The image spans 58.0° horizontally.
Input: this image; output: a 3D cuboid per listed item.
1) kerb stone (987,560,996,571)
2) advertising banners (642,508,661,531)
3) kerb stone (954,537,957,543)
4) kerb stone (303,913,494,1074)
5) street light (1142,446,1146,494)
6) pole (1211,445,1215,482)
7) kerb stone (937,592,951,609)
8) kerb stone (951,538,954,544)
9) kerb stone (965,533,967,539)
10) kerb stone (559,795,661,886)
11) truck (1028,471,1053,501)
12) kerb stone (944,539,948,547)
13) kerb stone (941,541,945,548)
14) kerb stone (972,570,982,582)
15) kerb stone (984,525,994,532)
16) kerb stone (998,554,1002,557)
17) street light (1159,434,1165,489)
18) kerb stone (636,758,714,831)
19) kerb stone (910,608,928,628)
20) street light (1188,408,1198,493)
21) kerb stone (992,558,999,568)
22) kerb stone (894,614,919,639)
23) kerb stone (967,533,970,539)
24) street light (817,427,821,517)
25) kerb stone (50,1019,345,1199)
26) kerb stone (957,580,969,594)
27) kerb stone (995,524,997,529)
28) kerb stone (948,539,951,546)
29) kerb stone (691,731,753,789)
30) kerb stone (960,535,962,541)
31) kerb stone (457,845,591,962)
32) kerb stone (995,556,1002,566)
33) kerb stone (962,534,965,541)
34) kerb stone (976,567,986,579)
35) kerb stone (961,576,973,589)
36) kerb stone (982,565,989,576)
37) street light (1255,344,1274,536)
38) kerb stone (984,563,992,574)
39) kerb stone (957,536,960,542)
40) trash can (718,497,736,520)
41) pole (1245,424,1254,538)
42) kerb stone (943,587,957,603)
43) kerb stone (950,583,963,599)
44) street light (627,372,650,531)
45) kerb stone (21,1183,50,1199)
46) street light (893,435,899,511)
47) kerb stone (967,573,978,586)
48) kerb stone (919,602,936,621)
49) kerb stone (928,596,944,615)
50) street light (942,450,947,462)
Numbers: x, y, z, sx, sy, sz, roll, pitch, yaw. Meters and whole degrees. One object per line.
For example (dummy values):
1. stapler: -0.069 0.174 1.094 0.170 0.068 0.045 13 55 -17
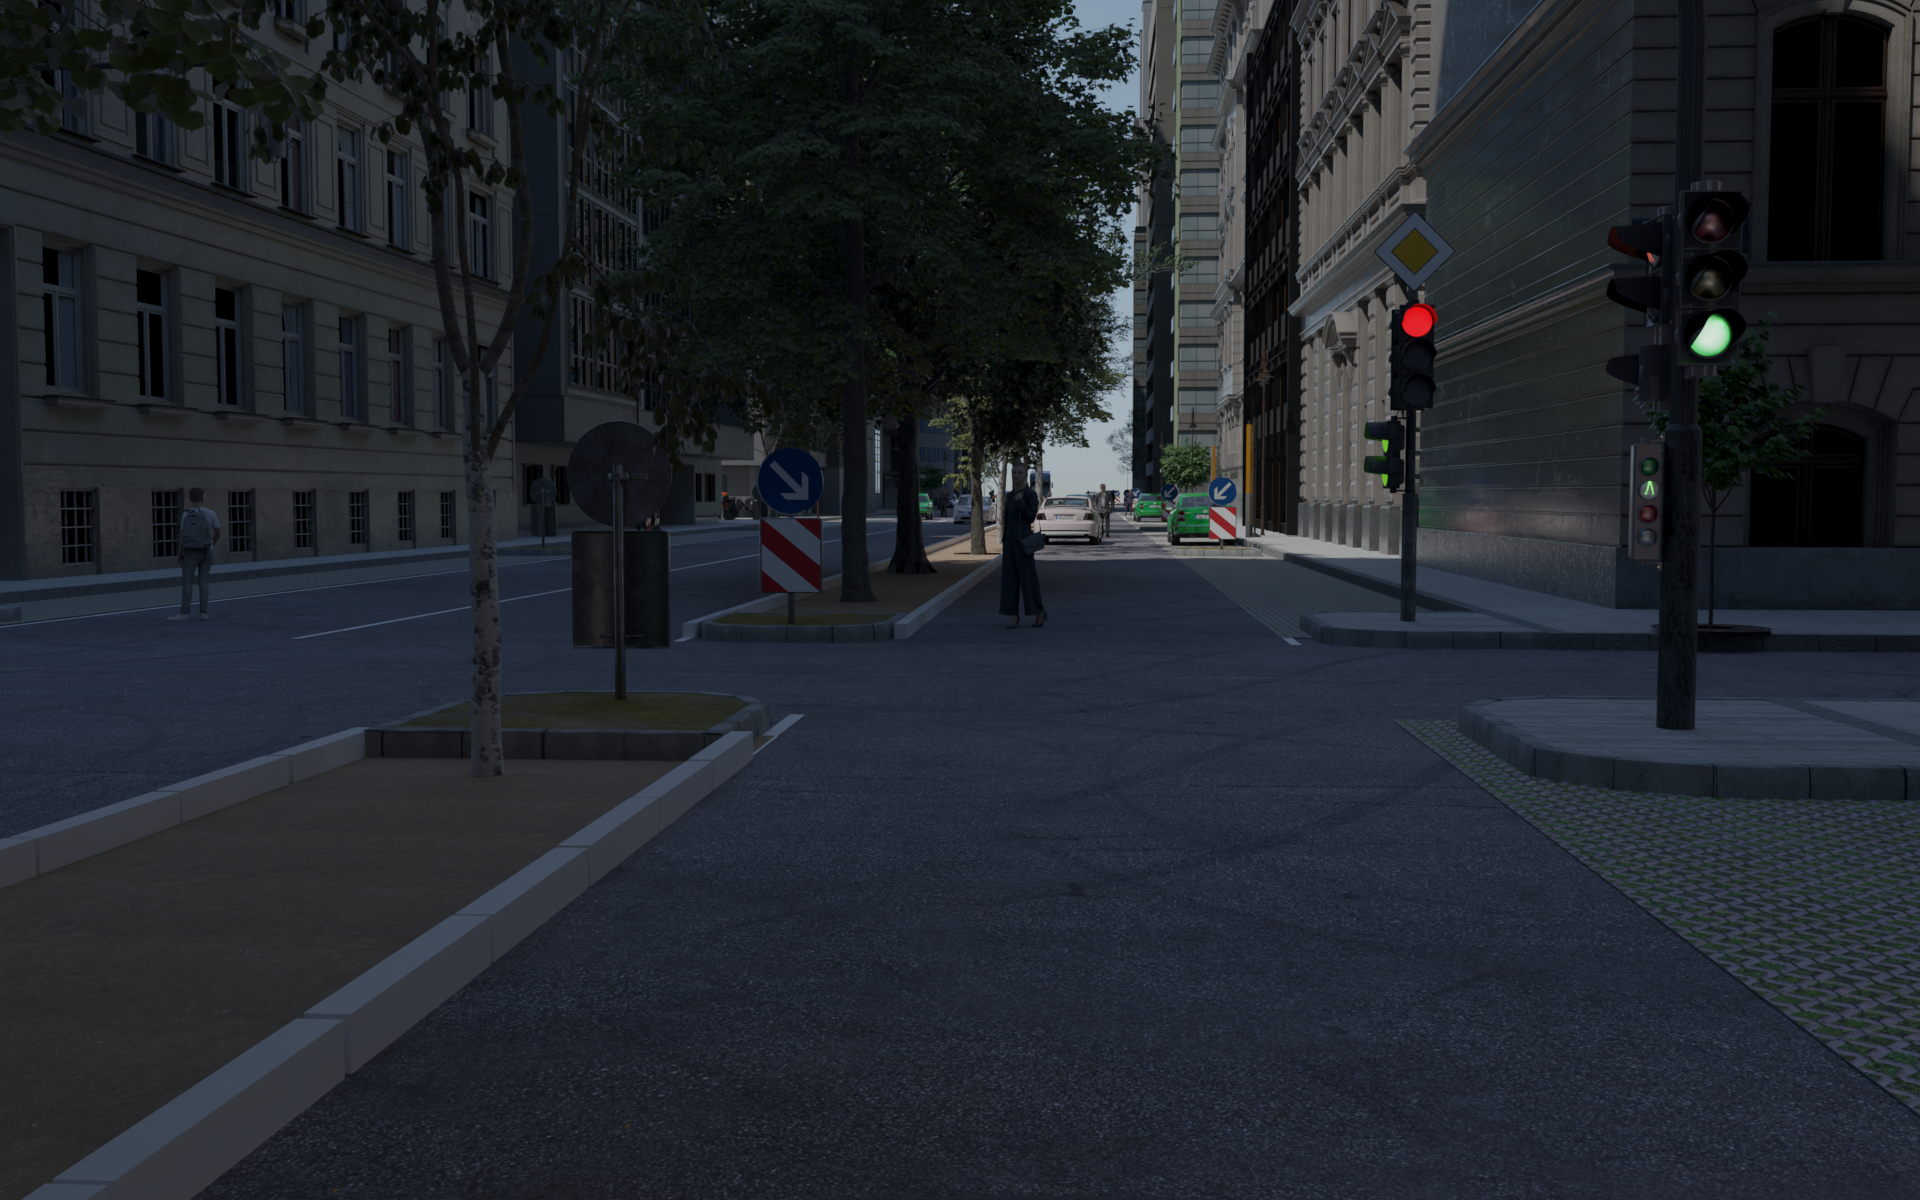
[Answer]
1. kerb stone: 0.528 -0.594 31.900 0.120 0.150 1.000 0 4 4
2. advertising banners: -10.232 -3.706 56.776 0.090 3.025 2.074 1 4 12
3. kerb stone: -0.255 -1.666 49.433 0.120 0.150 1.000 0 4 4
4. kerb stone: -1.525 1.065 4.776 0.120 0.150 1.000 0 4 4
5. street light: 17.858 -11.922 167.706 0.468 5.910 1.993 0 4 4
6. pole: 10.601 -4.812 72.518 0.158 3.312 0.155 0 3 0
7. kerb stone: -0.247 0.031 21.692 0.120 0.150 1.000 0 4 4
8. kerb stone: -0.334 -1.604 48.414 0.120 0.150 1.000 0 4 4
9. kerb stone: 0.056 -1.916 53.526 0.120 0.150 1.000 0 4 4
10. kerb stone: -1.371 0.940 6.822 0.120 0.150 1.000 0 4 4
11. truck: 9.745 -13.234 206.135 2.967 4.110 18.799 0 4 4
12. kerb stone: -0.489 -1.478 46.370 0.120 0.150 1.000 0 4 4
13. kerb stone: -0.562 -1.416 45.351 0.120 0.150 1.000 0 4 4
14. kerb stone: 0.216 -0.343 27.810 0.120 0.150 1.000 0 4 4
15. kerb stone: 1.139 -2.785 67.827 0.120 0.150 1.000 0 4 4
16. kerb stone: 0.762 -0.778 34.964 0.120 0.150 1.000 0 4 4
17. street light: 15.097 -9.596 129.686 0.468 5.910 1.993 0 4 4
18. kerb stone: -1.294 0.881 7.847 0.120 0.150 1.000 0 4 4
19. kerb stone: -0.479 0.218 18.629 0.120 0.150 1.000 0 4 4
20. street light: 12.277 -7.258 91.461 0.468 5.910 1.993 0 4 4
21. kerb stone: 0.607 -0.655 32.926 0.120 0.150 1.000 0 4 4
22. kerb stone: -0.553 0.282 17.610 0.120 0.150 1.000 0 4 4
23. kerb stone: 0.130 -1.979 54.548 0.120 0.150 1.000 0 4 4
24. street light: -7.824 -7.494 95.311 0.468 5.910 1.993 0 4 4
25. kerb stone: -1.605 1.132 3.748 0.120 0.150 1.000 0 4 4
26. kerb stone: -0.007 -0.156 24.752 0.120 0.150 1.000 0 4 4
27. kerb stone: 1.298 -2.914 69.872 0.120 0.150 1.000 0 4 4
28. kerb stone: -0.407 -1.538 47.395 0.120 0.150 1.000 0 4 4
29. kerb stone: -1.216 0.815 8.869 0.120 0.150 1.000 0 4 4
30. kerb stone: -0.100 -1.789 51.488 0.120 0.150 1.000 0 4 4
31. kerb stone: -1.449 1.006 5.800 0.120 0.150 1.000 0 4 4
32. kerb stone: 0.679 -0.716 33.945 0.120 0.150 1.000 0 4 4
33. kerb stone: -0.020 -1.848 52.508 0.120 0.150 1.000 0 4 4
34. kerb stone: 0.295 -0.404 28.838 0.120 0.150 1.000 0 4 4
35. kerb stone: 0.061 -0.219 25.772 0.120 0.150 1.000 0 4 4
36. kerb stone: 0.371 -0.469 29.857 0.120 0.150 1.000 0 4 4
37. street light: 9.369 -4.934 53.452 0.468 5.910 1.993 0 4 4
38. kerb stone: 0.445 -0.518 30.877 0.120 0.150 1.000 0 4 4
39. kerb stone: -0.169 -1.729 50.468 0.120 0.150 1.000 0 4 4
40. trash can: -11.412 -4.525 85.631 0.748 1.137 0.748 0 3 0
41. pole: 8.508 -3.488 50.865 0.158 3.312 0.155 0 3 0
42. kerb stone: -0.169 -0.032 22.711 0.120 0.150 1.000 0 4 4
43. kerb stone: -0.095 -0.094 23.734 0.120 0.150 1.000 0 4 4
44. street light: -10.697 -5.182 57.506 0.468 5.910 1.993 0 4 4
45. kerb stone: -1.678 1.191 2.724 0.120 0.150 1.000 0 4 4
46. street light: -4.923 -9.847 133.778 0.468 5.910 1.993 0 4 4
47. kerb stone: 0.139 -0.281 26.791 0.120 0.150 1.000 0 4 4
48. kerb stone: -0.403 0.156 19.648 0.120 0.150 1.000 0 4 4
49. kerb stone: -0.325 0.093 20.672 0.120 0.150 1.000 0 4 4
50. street light: -1.554 -12.565 178.220 0.468 5.910 1.993 0 4 4
